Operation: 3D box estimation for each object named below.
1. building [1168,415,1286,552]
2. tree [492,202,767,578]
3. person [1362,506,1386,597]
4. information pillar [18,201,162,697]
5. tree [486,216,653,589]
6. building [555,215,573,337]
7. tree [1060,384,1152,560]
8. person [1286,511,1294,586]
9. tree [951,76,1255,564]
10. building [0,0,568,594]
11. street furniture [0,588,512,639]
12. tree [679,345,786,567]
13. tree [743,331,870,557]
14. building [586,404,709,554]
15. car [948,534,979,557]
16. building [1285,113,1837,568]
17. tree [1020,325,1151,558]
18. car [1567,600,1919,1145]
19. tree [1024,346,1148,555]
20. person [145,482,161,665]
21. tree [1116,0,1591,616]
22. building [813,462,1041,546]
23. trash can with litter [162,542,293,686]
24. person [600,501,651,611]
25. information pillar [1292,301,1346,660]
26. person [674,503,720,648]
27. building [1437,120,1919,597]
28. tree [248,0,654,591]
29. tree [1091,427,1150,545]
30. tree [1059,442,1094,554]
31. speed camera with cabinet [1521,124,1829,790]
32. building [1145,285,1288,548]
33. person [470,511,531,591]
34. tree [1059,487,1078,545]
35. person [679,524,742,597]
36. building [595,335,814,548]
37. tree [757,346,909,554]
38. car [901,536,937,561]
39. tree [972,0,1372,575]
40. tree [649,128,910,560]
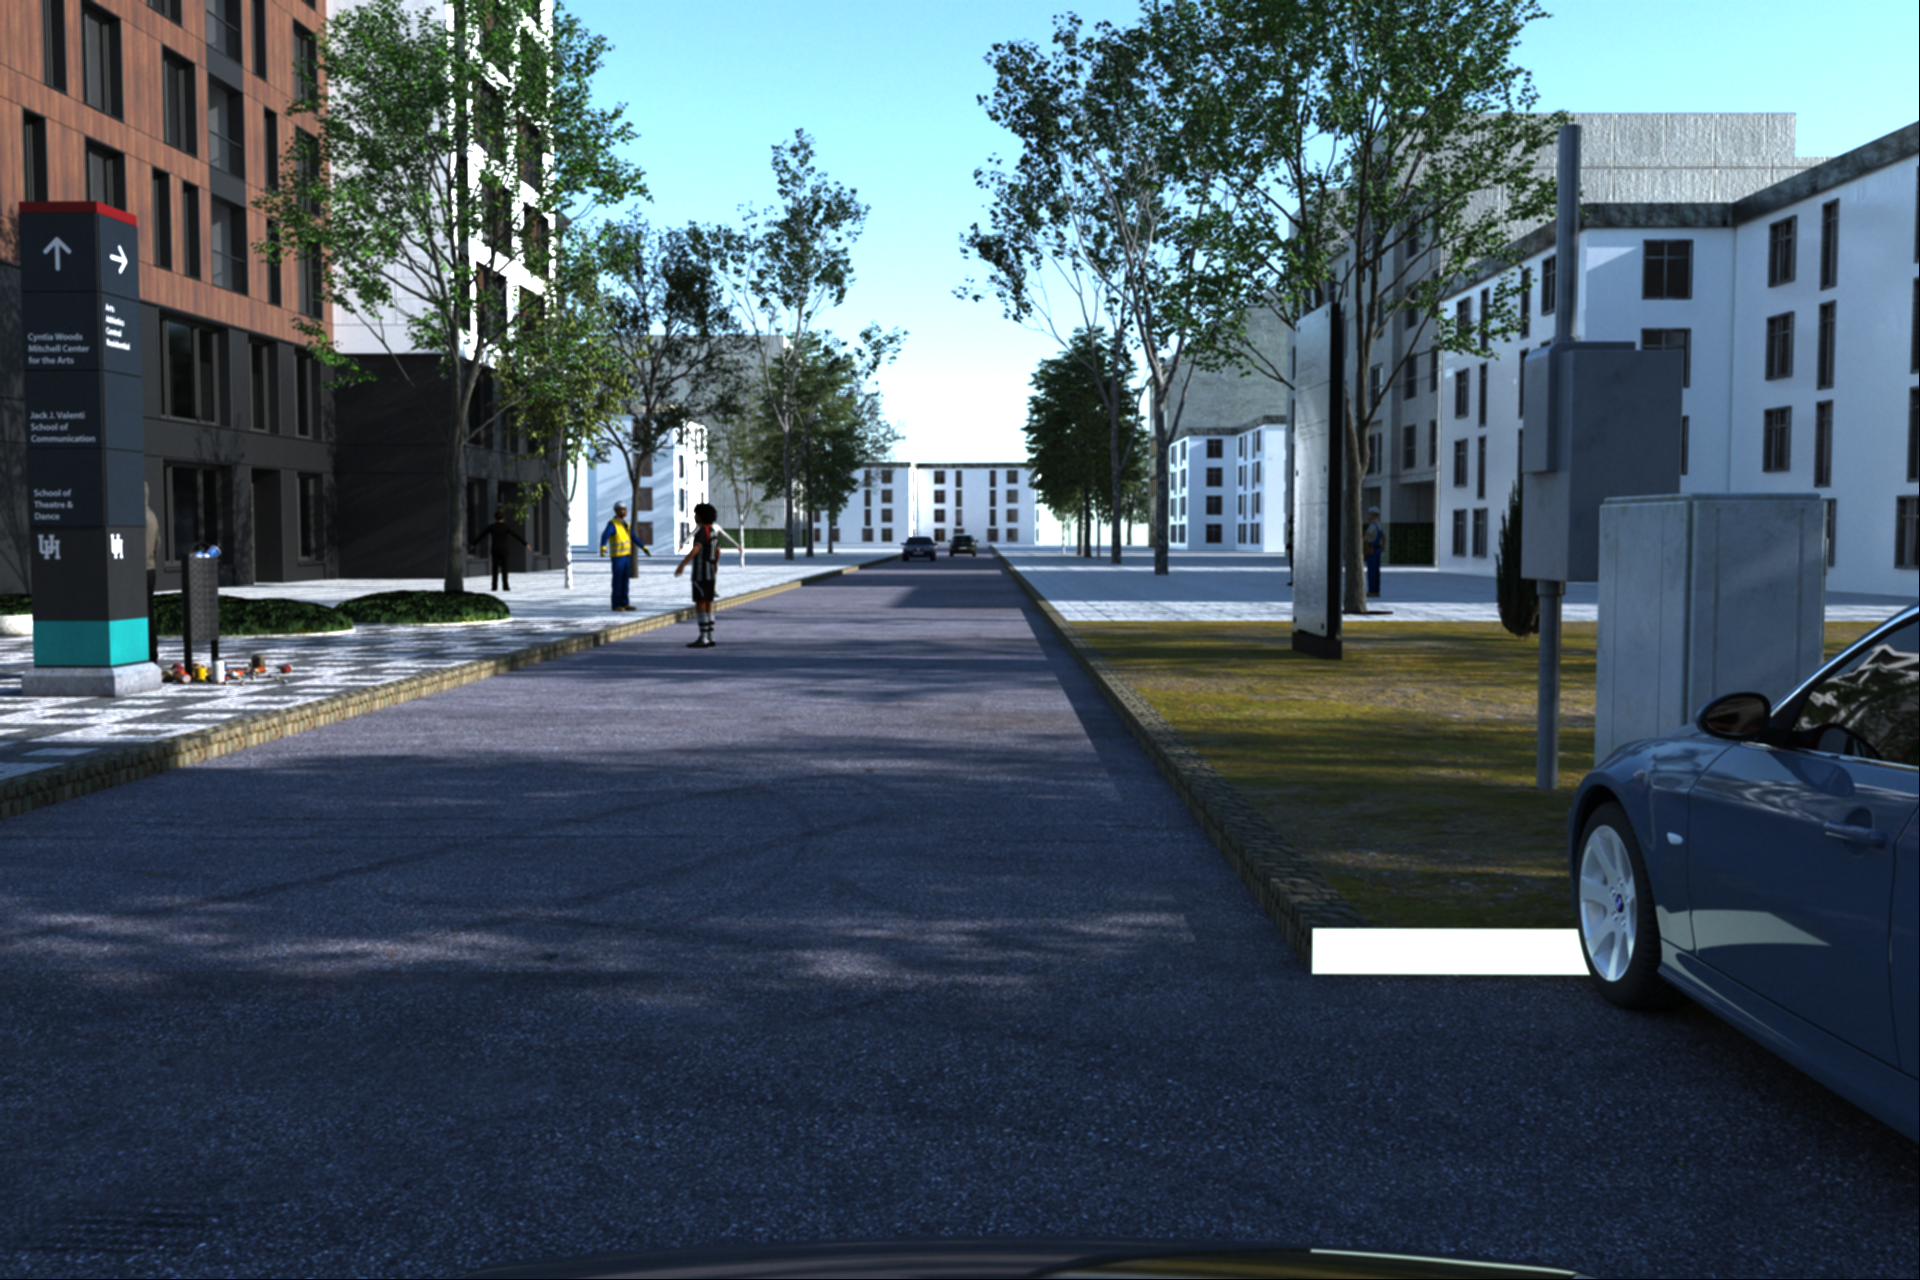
[{"bbox_3d":[22.388,-11.882,136.410,9.099,9.664,28.070,0,4,1],"label":"building"},{"bbox_3d":[-9.528,-7.051,49.704,8.767,10.594,7.601,0,4,2],"label":"tree"},{"bbox_3d":[8.435,-1.809,35.442,0.705,1.847,1.347,3,4,38],"label":"person"},{"bbox_3d":[-6.994,-1.498,13.866,0.750,3.857,0.750,0,4,2],"label":"information pillar"},{"bbox_3d":[-9.265,-5.528,40.741,4.737,8.622,4.395,0,3,0],"label":"tree"},{"bbox_3d":[-28.582,-14.928,74.994,19.493,23.208,18.063,0,4,1],"label":"building"},{"bbox_3d":[7.094,-8.265,85.487,4.737,8.622,4.395,0,3,0],"label":"tree"},{"bbox_3d":[8.310,-2.285,43.145,0.705,1.856,1.354,1,4,16],"label":"person"},{"bbox_3d":[5.861,-13.273,72.908,12.611,20.169,13.585,0,3,0],"label":"tree"},{"bbox_3d":[-28.348,-12.410,46.881,27.936,21.610,32.646,0,4,0],"label":"building"},{"bbox_3d":[-11.497,-0.498,23.767,10.072,0.657,5.734,0,4,-6],"label":"street furniture"},{"bbox_3d":[-8.361,-7.137,67.055,4.360,8.622,3.978,0,3,0],"label":"tree"},{"bbox_3d":[-8.713,-10.974,97.549,7.486,12.596,7.792,0,3,0],"label":"tree"},{"bbox_3d":[-22.783,-11.248,126.048,9.099,9.664,28.070,0,4,0],"label":"building"},{"bbox_3d":[0.191,-6.204,111.227,2.009,1.686,4.222,0,4,0],"label":"car"},{"bbox_3d":[26.660,-13.152,81.492,16.747,18.905,31.486,0,4,0],"label":"building"},{"bbox_3d":[6.749,-10.774,94.276,7.486,12.596,7.792,0,3,0],"label":"tree"},{"bbox_3d":[2.817,0.504,3.769,2.014,1.417,4.499,0,4,0],"label":"car"},{"bbox_3d":[7.489,-11.386,104.284,7.486,12.596,7.792,0,3,0],"label":"tree"},{"bbox_3d":[-7.910,-0.642,16.633,0.705,1.813,1.348,-1,4,-9],"label":"person"},{"bbox_3d":[6.326,-6.233,27.659,9.928,11.665,9.643,0,3,0],"label":"tree"},{"bbox_3d":[-4.901,-15.753,202.173,28.070,9.664,9.099,1,4,10],"label":"building"},{"bbox_3d":[-6.595,-0.284,15.701,1.678,1.210,2.233,0,4,2],"label":"trash can with litter"},{"bbox_3d":[-5.639,-1.403,28.908,0.705,1.833,1.349,2,4,24],"label":"person"},{"bbox_3d":[3.798,-1.655,18.376,0.184,3.620,1.656,0,4,-1],"label":"information pillar"},{"bbox_3d":[-3.266,-0.813,21.895,0.704,1.843,1.345,1,4,12],"label":"person"},{"bbox_3d":[20.336,-6.239,44.155,9.099,9.664,28.070,0,4,1],"label":"building"},{"bbox_3d":[-9.354,-6.502,32.070,9.928,11.665,9.643,0,3,0],"label":"tree"},{"bbox_3d":[19.569,-17.851,198.517,9.857,13.997,8.962,0,3,0],"label":"tree"},{"bbox_3d":[6.802,-9.876,111.838,4.737,8.622,4.395,0,3,0],"label":"tree"},{"bbox_3d":[3.148,-0.824,7.808,0.660,3.252,2.038,0,4,0],"label":"speed camera with cabinet"},{"bbox_3d":[27.851,-20.265,162.269,19.493,23.208,18.063,0,4,1],"label":"building"},{"bbox_3d":[-10.392,-2.014,39.112,1.347,1.806,0.705,-1,4,-8],"label":"person"},{"bbox_3d":[12.886,-15.260,199.855,4.360,8.622,3.978,0,3,0],"label":"tree"},{"bbox_3d":[-5.092,-1.771,35.150,1.347,1.806,0.705,-2,4,-29],"label":"person"},{"bbox_3d":[-24.005,-18.530,169.430,16.747,18.905,31.486,0,4,0],"label":"building"},{"bbox_3d":[-8.300,-12.322,111.836,12.009,13.543,11.850,0,3,0],"label":"tree"},{"bbox_3d":[-2.163,-4.872,92.236,1.945,1.354,3.894,0,4,0],"label":"car"},{"bbox_3d":[6.328,-12.030,52.579,12.611,20.169,13.585,0,3,0],"label":"tree"},{"bbox_3d":[-8.870,-13.923,83.528,12.611,20.169,13.585,0,3,0],"label":"tree"}]
